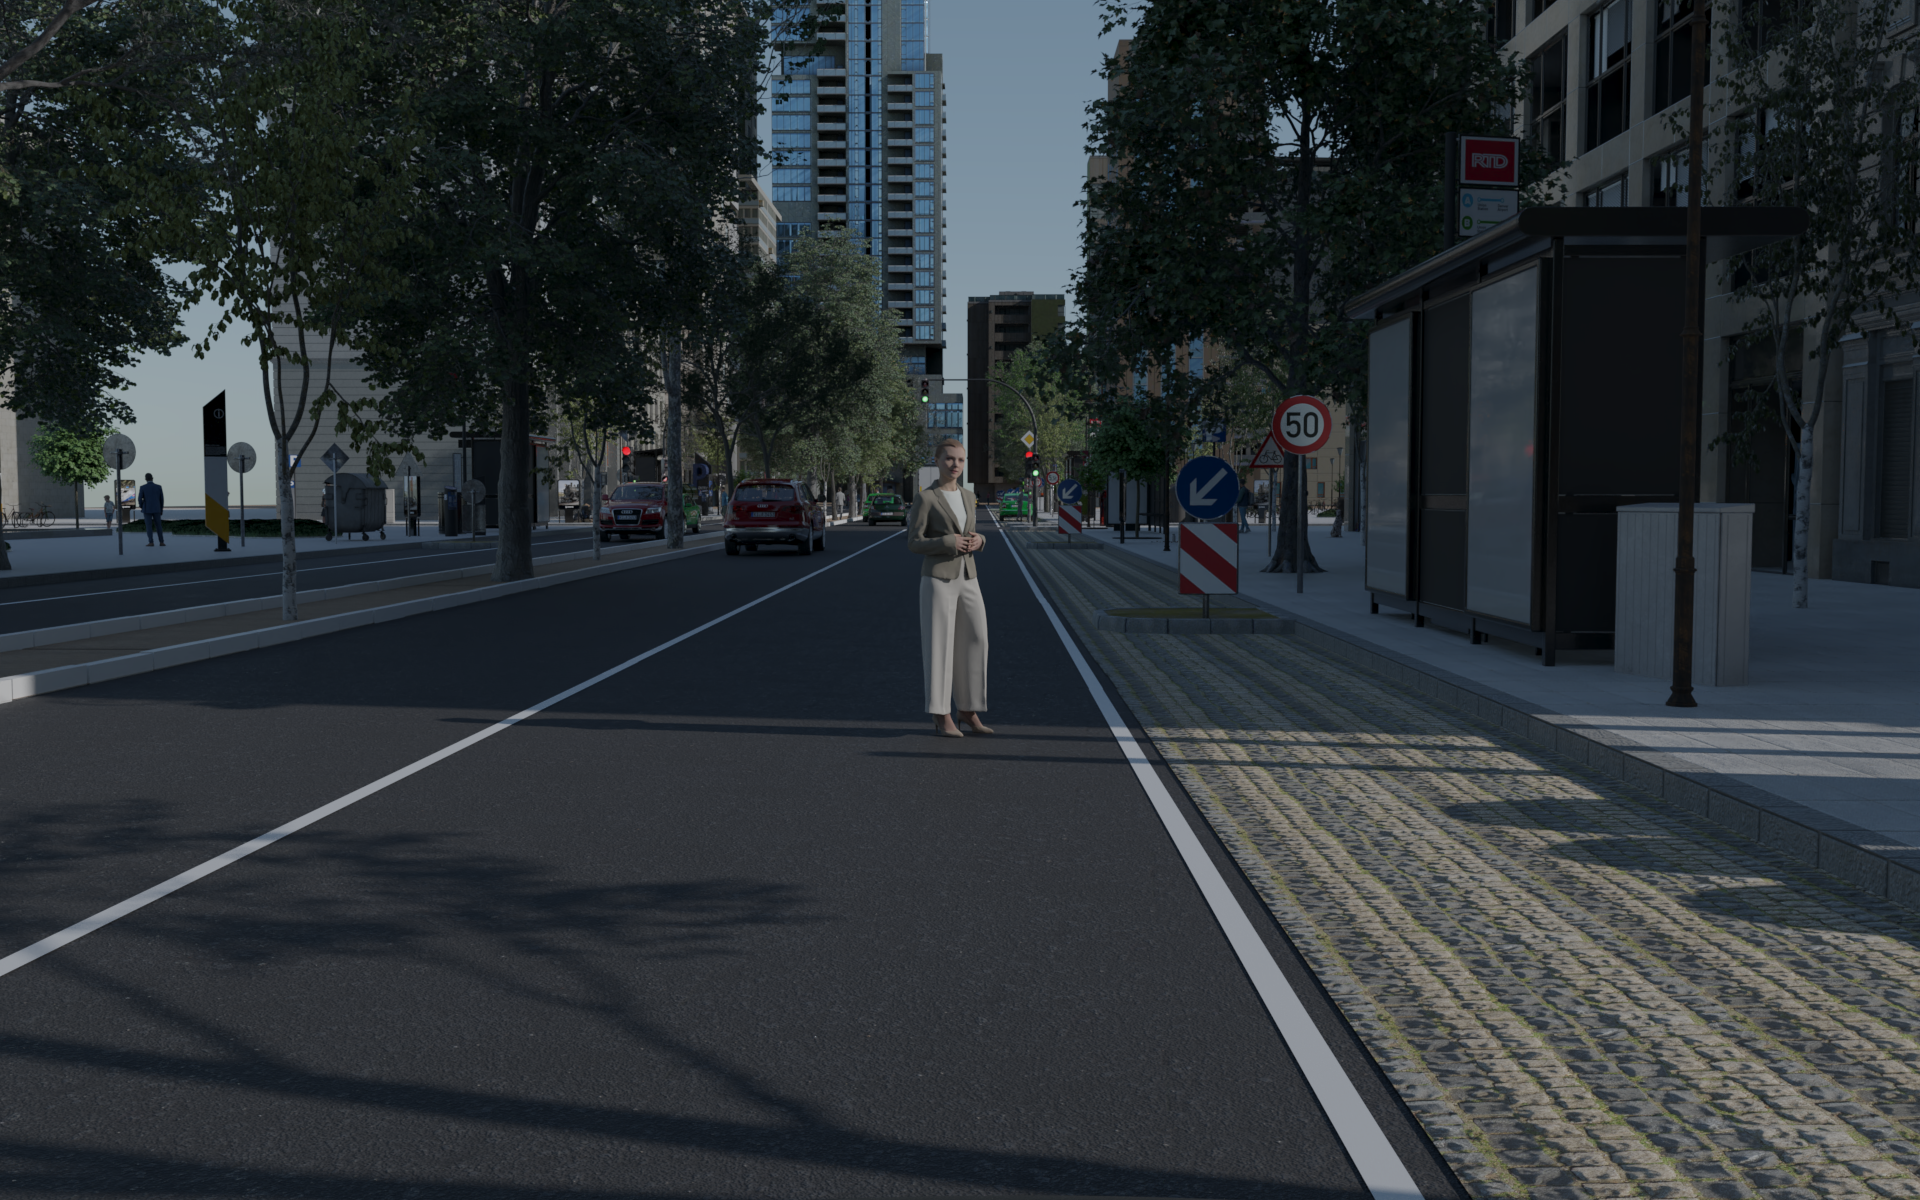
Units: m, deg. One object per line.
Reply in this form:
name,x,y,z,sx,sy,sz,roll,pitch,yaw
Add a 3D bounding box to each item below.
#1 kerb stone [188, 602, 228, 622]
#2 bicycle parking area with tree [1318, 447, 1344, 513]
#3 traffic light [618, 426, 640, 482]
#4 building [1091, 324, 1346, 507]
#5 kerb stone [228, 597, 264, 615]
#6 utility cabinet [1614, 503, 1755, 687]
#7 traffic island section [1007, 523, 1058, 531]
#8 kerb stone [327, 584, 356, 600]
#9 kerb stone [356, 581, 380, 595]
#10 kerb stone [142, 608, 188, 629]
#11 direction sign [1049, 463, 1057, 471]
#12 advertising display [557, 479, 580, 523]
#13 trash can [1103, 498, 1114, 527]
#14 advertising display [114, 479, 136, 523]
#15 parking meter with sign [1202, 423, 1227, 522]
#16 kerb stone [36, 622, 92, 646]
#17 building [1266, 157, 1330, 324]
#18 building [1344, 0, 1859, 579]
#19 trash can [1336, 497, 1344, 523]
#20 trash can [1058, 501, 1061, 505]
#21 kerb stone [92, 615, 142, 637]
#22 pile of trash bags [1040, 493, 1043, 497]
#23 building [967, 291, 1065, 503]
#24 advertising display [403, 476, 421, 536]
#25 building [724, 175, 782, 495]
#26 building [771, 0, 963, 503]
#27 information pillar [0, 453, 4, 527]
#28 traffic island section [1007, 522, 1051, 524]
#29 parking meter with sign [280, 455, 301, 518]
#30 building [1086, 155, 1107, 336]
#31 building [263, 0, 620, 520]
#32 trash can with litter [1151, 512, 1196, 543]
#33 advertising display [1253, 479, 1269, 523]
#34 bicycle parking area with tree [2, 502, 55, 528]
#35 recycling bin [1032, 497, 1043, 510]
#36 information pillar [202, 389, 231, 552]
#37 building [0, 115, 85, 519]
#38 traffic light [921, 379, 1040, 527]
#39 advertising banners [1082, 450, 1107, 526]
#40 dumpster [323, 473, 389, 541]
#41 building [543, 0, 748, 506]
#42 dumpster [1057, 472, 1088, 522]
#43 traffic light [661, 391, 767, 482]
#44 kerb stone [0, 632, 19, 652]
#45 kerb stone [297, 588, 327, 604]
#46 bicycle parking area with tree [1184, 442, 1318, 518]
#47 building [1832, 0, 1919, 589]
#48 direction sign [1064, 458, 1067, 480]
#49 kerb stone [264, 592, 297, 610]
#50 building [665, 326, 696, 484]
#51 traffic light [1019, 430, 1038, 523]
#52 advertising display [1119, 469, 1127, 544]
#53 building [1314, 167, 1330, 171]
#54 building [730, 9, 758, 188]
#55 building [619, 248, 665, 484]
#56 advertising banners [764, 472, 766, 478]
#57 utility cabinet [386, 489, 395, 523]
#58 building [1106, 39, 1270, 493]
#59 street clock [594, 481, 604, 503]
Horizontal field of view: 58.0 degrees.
kerb stone,-8.644,0.152,19.715,0.120,0.150,1.000,0,4,1
bicycle parking area with tree,25.594,-7.391,107.850,8.231,4.147,9.016,-1,4,-15
traffic light,-13.114,-4.870,68.545,0.839,4.253,0.868,0,4,1
building,28.186,-21.144,190.739,27.650,21.520,28.899,0,4,1
kerb stone,-8.631,0.089,20.741,0.120,0.150,1.000,0,4,1
utility cabinet,4.993,-0.052,12.009,0.306,1.237,1.020,-1,4,-18
traffic island section,2.987,-2.827,68.495,2.009,0.180,2.903,0,4,1
kerb stone,-8.588,-0.094,23.823,0.120,0.150,1.000,0,4,1
kerb stone,-8.591,-0.162,24.851,0.120,0.150,1.000,0,4,1
kerb stone,-8.653,0.217,18.693,0.120,0.150,1.000,0,4,1
direction sign,6.616,-8.165,125.502,0.876,3.537,0.379,-1,4,-17
advertising display,-17.306,-4.366,76.601,0.974,1.923,0.123,-2,4,-25
trash can,5.859,-3.384,66.982,0.748,1.137,0.748,0,3,0
advertising display,-37.008,-4.377,76.784,0.123,1.923,0.974,2,4,29
parking meter with sign,5.761,-2.620,39.098,0.543,3.016,1.738,0,4,6
kerb stone,-8.680,0.340,16.642,0.120,0.150,1.000,0,4,1
building,39.042,-32.319,212.009,14.086,41.232,14.154,0,4,1
building,22.710,-14.532,42.119,19.350,26.468,34.151,0,4,1
trash can,17.078,-3.988,76.855,0.748,1.137,0.748,0,3,0
trash can,6.845,-6.354,115.548,0.748,1.137,0.748,0,3,0
kerb stone,-8.674,0.277,17.671,0.120,0.150,1.000,0,4,1
pile of trash bags,7.094,-8.159,143.147,1.912,1.369,3.447,1,4,13
building,7.949,-29.248,249.904,14.107,30.474,14.160,0,4,1
advertising display,-16.743,-2.919,52.932,0.123,1.923,0.974,-3,5,-41
building,-33.807,-31.287,203.419,23.993,40.220,32.217,0,4,1
building,-15.041,-57.469,252.296,31.000,86.520,22.319,0,4,1
information pillar,-37.892,-4.690,68.035,0.183,3.616,0.504,2,4,28
traffic island section,3.076,-3.315,76.480,2.009,0.180,2.903,0,4,1
parking meter with sign,-30.019,-4.968,77.494,0.543,3.016,1.738,-3,4,-38
building,22.360,-32.297,211.656,14.154,41.232,14.086,0,4,1
building,-28.024,-19.676,99.189,11.434,29.767,29.804,0,4,1
trash can with litter,6.072,-2.101,45.401,1.678,1.210,2.233,-1,4,-12
advertising display,13.276,-4.333,76.060,0.123,1.923,0.974,-3,4,-36
bicycle parking area with tree,-38.965,-4.702,63.881,8.231,4.147,9.016,1,4,15
recycling bin,6.123,-7.577,136.442,0.722,1.027,0.722,-1,4,-19
information pillar,-16.537,-2.885,38.522,0.504,3.616,0.183,-2,4,-31
building,-56.476,-14.347,89.328,16.860,20.320,10.420,0,4,1
traffic light,0.854,-5.725,68.264,4.771,5.953,1.251,0,4,1
advertising banners,5.842,-4.452,68.976,2.074,3.025,0.090,1,4,14
dumpster,-16.686,-2.571,47.795,1.264,1.857,1.865,0,4,1
building,-36.034,-35.259,165.726,28.713,52.752,27.495,0,4,1
dumpster,5.212,-4.666,78.783,1.502,2.255,1.985,0,4,1
traffic light,-10.932,-6.231,76.541,4.771,5.953,1.251,0,4,1
kerb stone,-8.690,0.402,15.620,0.120,0.150,1.000,0,4,1
kerb stone,-8.612,-0.036,22.792,0.120,0.150,1.000,0,4,1
bicycle parking area with tree,15.885,-7.088,102.892,8.231,4.147,9.016,2,4,25
building,17.559,-10.216,16.182,9.793,20.994,18.267,0,4,1
direction sign,6.573,-6.775,102.766,0.876,3.537,0.379,3,4,37
kerb stone,-8.619,0.032,21.763,0.120,0.150,1.000,0,4,1
building,-27.925,-16.951,141.771,10.561,19.102,19.286,0,4,1
traffic light,3.036,-5.348,76.366,0.839,4.253,0.868,0,4,1
advertising display,4.238,-2.437,45.061,0.123,1.923,0.974,1,4,10
building,55.719,-38.458,252.496,21.600,48.544,21.300,0,4,1
building,-40.903,-49.781,252.174,20.611,71.187,20.563,0,4,1
building,-27.794,-16.442,123.581,10.420,20.320,16.860,0,4,1
advertising banners,-14.608,-8.664,137.844,2.074,3.025,0.090,-2,4,-25
utility cabinet,-25.256,-4.164,76.757,0.318,1.500,1.173,-1,4,-15
building,21.707,-31.710,168.575,14.600,45.320,14.200,0,4,1
street clock,-17.547,-4.875,84.283,0.471,2.002,0.358,0,4,7
